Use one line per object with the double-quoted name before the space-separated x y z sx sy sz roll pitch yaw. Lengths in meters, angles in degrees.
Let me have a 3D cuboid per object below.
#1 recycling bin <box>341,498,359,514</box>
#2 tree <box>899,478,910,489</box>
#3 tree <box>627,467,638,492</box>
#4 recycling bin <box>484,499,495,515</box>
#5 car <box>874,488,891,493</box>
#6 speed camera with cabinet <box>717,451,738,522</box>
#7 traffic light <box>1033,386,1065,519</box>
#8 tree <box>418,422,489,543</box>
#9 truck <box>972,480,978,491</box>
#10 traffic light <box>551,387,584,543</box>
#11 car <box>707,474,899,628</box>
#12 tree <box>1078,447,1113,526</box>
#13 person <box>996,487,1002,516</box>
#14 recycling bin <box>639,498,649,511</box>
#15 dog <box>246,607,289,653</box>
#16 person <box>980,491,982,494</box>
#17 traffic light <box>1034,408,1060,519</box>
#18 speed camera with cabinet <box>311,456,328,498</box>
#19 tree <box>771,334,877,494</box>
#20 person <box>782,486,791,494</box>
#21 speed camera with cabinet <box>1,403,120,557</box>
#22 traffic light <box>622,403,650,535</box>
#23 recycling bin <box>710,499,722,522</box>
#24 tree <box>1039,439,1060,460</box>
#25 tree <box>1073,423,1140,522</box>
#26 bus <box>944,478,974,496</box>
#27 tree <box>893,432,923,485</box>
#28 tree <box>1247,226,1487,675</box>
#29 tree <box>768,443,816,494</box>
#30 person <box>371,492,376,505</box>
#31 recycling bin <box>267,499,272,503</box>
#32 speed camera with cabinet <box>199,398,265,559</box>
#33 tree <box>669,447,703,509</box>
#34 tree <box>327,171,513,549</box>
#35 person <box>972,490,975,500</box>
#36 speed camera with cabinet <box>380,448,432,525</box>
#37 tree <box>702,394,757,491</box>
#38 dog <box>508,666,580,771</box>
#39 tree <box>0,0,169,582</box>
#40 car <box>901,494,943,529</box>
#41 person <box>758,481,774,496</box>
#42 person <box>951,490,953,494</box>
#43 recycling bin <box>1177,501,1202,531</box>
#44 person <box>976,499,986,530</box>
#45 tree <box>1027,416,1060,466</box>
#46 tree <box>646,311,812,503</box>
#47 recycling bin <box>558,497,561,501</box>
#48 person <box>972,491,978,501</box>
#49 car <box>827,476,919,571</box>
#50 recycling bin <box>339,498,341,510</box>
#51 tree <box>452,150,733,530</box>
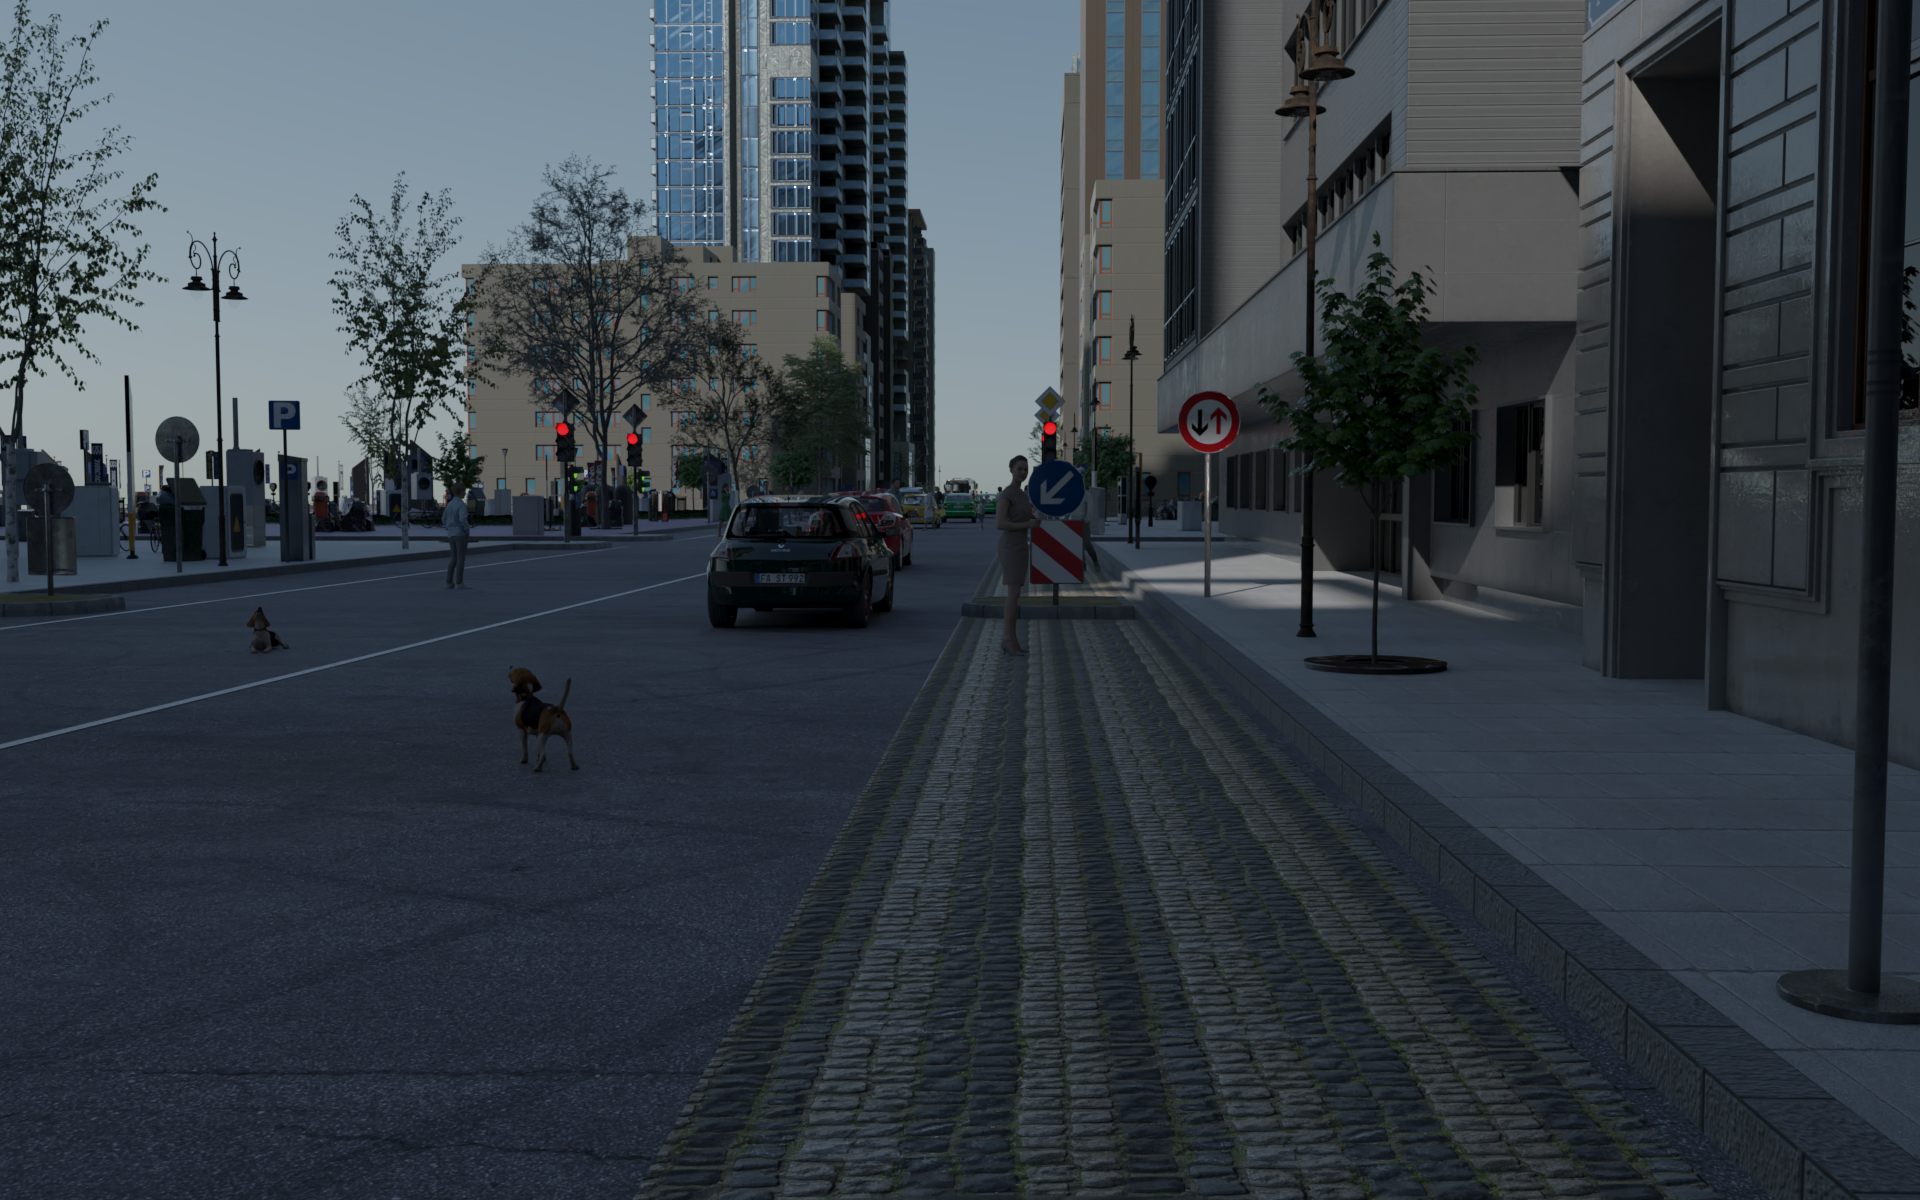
"recycling bin" -39.676 -6.140 112.945 0.722 1.027 0.722 0 4 6
"tree" -6.524 -12.630 201.094 1.663 3.219 1.824 0 3 0
"tree" -23.363 -7.894 123.673 1.663 3.219 1.824 0 3 0
"recycling bin" -23.040 -4.458 85.446 0.722 1.027 0.722 3 5 41
"car" -4.892 -6.476 114.560 2.281 1.827 5.304 0 4 4
"speed camera with cabinet" -10.657 -5.211 79.528 0.660 3.252 2.038 0 4 4
"traffic light" 2.327 -3.441 45.188 0.839 4.253 0.868 0 4 2
"tree" -13.249 -3.141 45.962 1.663 3.219 1.824 0 3 0
"truck" 0.855 -15.017 241.459 3.469 3.379 9.791 0 4 2
"traffic light" -10.375 -3.472 45.685 0.839 4.253 0.868 0 4 2
"car" -1.750 -0.622 19.953 2.009 1.686 4.222 0 4 3
"tree" 5.646 -4.658 70.759 1.663 3.219 1.824 0 3 0
"person" 1.809 -4.023 74.840 0.480 1.755 0.524 2 4 34
"recycling bin" -18.520 -5.444 101.562 0.722 1.027 0.722 -3 5 -40
"dog" -6.332 0.260 15.948 0.550 0.427 0.748 2 4 29
"person" 1.938 -9.539 165.175 0.721 1.736 1.217 -1 4 -21
"traffic light" 2.650 -3.929 53.166 0.839 4.253 0.868 0 4 2
"speed camera with cabinet" -33.625 -5.795 89.076 2.038 3.252 0.660 -3 5 -42
"tree" -9.774 -12.505 122.585 7.486 12.596 7.792 0 3 0
"person" -8.183 -4.463 81.388 0.836 1.842 0.656 0 4 1
"speed camera with cabinet" -18.352 -2.509 35.356 2.038 3.252 0.660 -1 4 -12
"traffic light" -10.051 -3.960 53.664 0.839 4.253 0.868 0 4 2
"recycling bin" -11.342 -4.209 81.369 0.722 1.027 0.722 -1 4 -19
"tree" 12.114 -16.032 212.486 4.737 8.622 4.395 0 3 0
"tree" 6.713 -5.911 80.361 4.285 4.588 4.351 0 3 0
"bus" -0.020 -12.057 191.984 2.948 3.499 13.247 0 4 3
"tree" -6.655 -15.642 206.100 4.360 8.622 3.978 0 3 0
"tree" 2.926 -1.105 12.670 1.663 3.219 1.824 0 3 0
"tree" -10.799 -7.837 111.840 4.285 4.588 4.351 0 3 0
"person" -71.780 -12.408 212.302 0.756 1.711 0.436 -1 4 -16
"recycling bin" -38.710 -5.120 96.259 0.722 1.027 0.722 -3 4 -36
"speed camera with cabinet" -14.651 -2.481 34.898 0.660 3.252 2.038 0 4 -1
"tree" -18.115 -8.195 117.704 4.285 4.588 4.351 0 3 0
"tree" -12.880 -5.520 40.612 4.737 8.622 4.395 0 3 0
"person" 1.291 -9.405 162.279 0.705 1.823 1.348 -1 4 -13
"speed camera with cabinet" -23.465 -4.834 73.367 2.038 3.252 0.660 -3 5 -42
"tree" -16.910 -10.794 126.847 4.360 8.622 3.978 0 3 0
"dog" -2.203 0.623 9.098 0.540 0.507 0.406 1 4 13
"tree" -13.894 -4.586 25.336 4.360 8.622 3.978 0 3 0
"car" -1.725 -3.829 72.822 2.015 1.641 3.980 0 4 2
"person" -6.045 -2.827 54.495 0.659 1.850 0.755 -1 4 -16
"person" -0.744 -8.039 140.469 0.617 1.759 0.750 -2 4 -35
"recycling bin" 7.978 -2.912 60.162 0.722 1.027 0.722 0 4 -5
"person" 0.844 -3.402 68.800 0.352 1.250 0.332 -1 4 -18
"tree" 12.309 -17.978 219.702 9.928 11.665 9.643 0 3 0
"tree" -11.350 -9.366 87.549 8.767 10.594 7.601 -3 4 -38
"recycling bin" -29.490 -7.102 128.669 0.722 1.027 0.722 -2 4 -26
"person" 1.387 -8.791 152.955 0.721 1.735 1.217 -3 5 -43
"car" -1.912 -1.512 33.755 2.155 1.783 4.494 0 4 2
"recycling bin" -42.179 -6.503 118.877 0.722 1.027 0.722 3 4 38
"tree" -13.020 -9.315 62.669 12.009 13.543 11.850 0 3 0
